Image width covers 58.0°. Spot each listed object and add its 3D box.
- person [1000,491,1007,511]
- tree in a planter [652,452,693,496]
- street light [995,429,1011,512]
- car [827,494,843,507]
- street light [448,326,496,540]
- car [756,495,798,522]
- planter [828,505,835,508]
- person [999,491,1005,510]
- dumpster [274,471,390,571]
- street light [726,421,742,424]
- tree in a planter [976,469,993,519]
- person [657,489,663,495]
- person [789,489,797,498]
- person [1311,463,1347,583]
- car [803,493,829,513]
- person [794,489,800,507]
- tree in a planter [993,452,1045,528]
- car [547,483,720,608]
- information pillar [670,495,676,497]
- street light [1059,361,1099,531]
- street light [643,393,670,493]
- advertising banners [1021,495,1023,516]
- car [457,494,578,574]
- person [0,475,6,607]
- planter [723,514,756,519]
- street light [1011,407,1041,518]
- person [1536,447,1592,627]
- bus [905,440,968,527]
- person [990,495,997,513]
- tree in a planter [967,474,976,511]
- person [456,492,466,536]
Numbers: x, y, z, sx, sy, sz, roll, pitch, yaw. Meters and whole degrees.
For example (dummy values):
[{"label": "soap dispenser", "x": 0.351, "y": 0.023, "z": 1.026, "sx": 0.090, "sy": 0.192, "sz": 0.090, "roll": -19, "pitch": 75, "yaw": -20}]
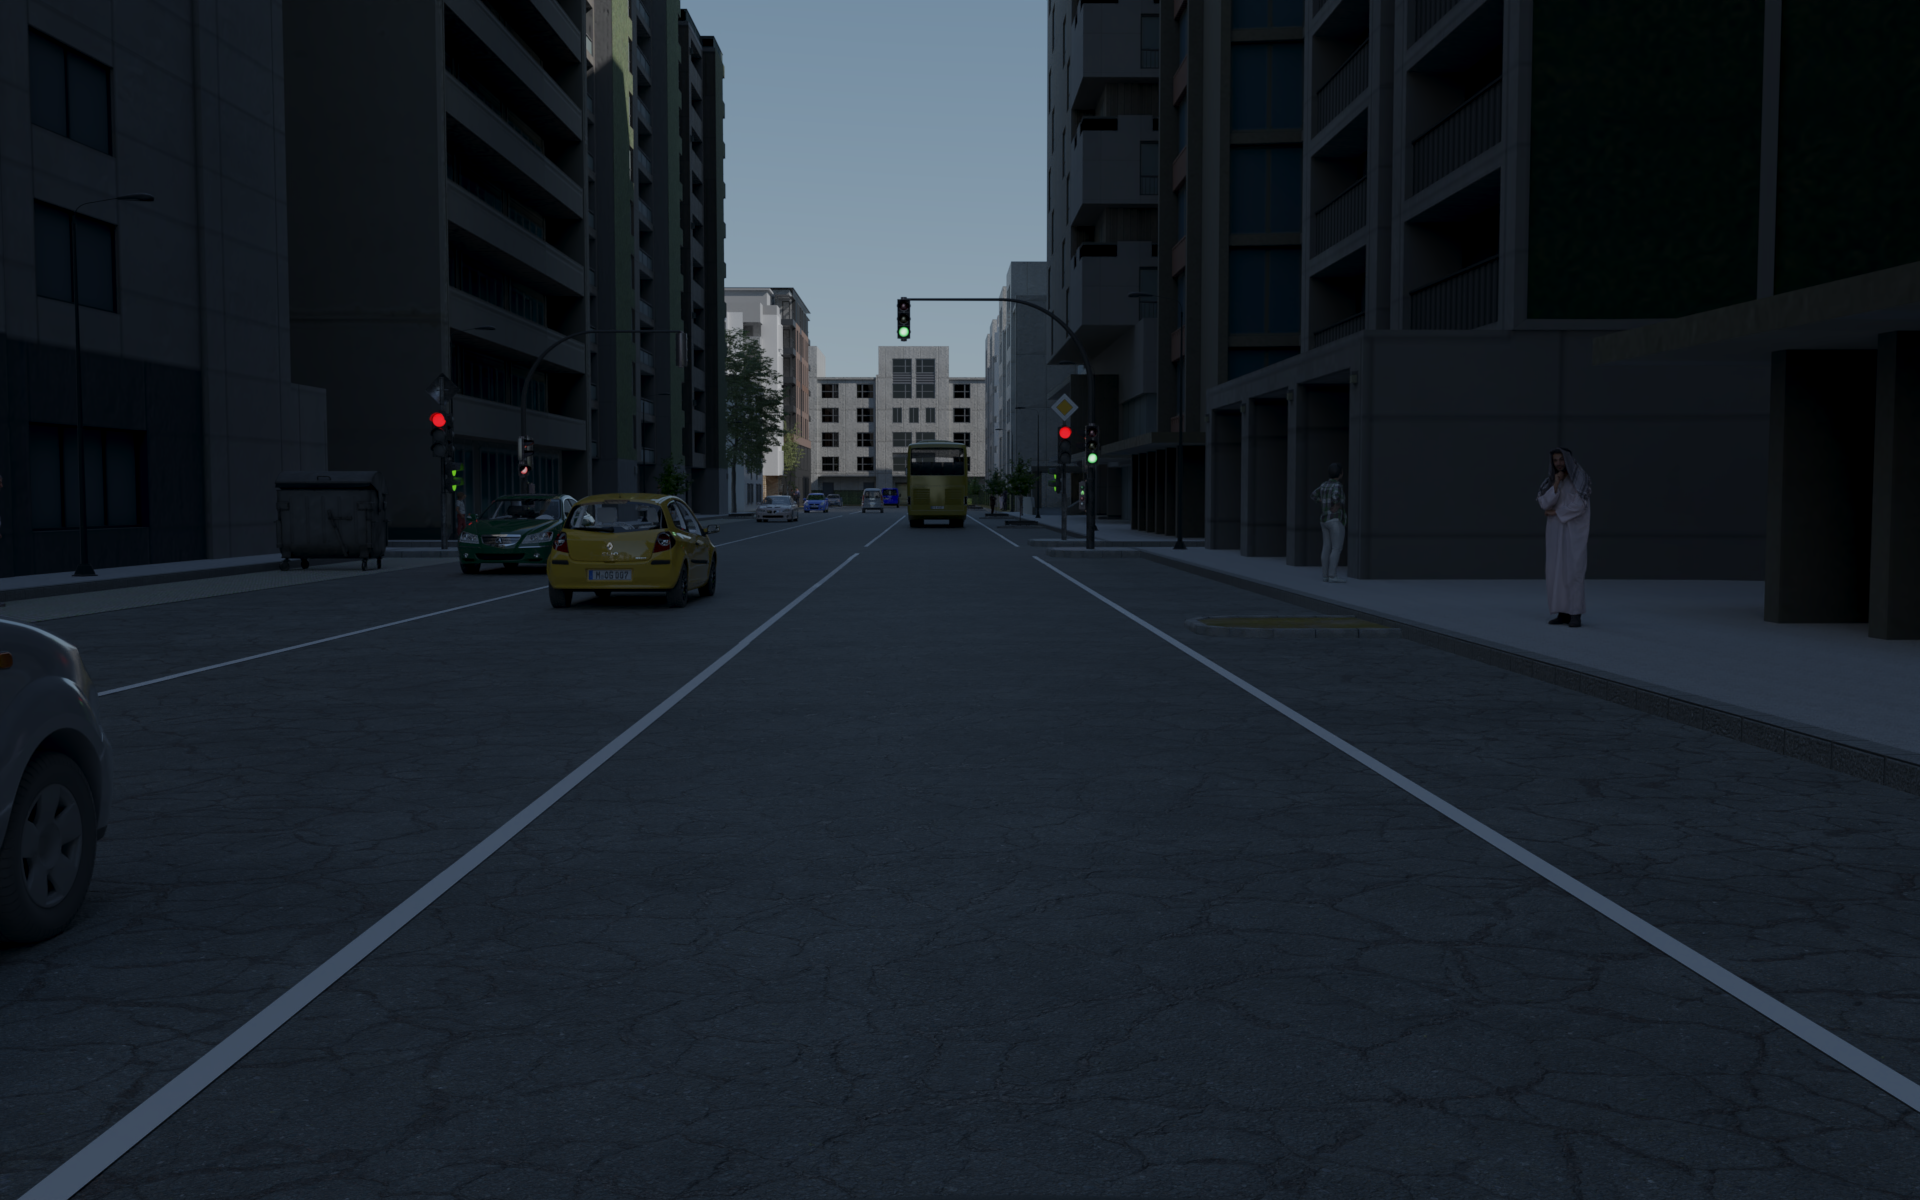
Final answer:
[{"label": "person", "x": 3.327, "y": -7.681, "z": 132.071, "sx": 0.568, "sy": 1.767, "sz": 0.683, "roll": 1, "pitch": 4, "yaw": 14}, {"label": "tree in a planter", "x": -12.177, "y": -4.629, "z": 72.908, "sx": 1.991, "sy": 3.239, "sz": 1.994, "roll": 0, "pitch": 4, "yaw": -1}, {"label": "street light", "x": 3.179, "y": -9.204, "z": 123.027, "sx": 1.470, "sy": 5.913, "sz": 1.316, "roll": 0, "pitch": 4, "yaw": -1}, {"label": "car", "x": -14.351, "y": -11.316, "z": 197.010, "sx": 2.014, "sy": 1.417, "sz": 4.499, "roll": 0, "pitch": 4, "yaw": 1}, {"label": "street light", "x": -13.515, "y": -4.612, "z": 47.943, "sx": 1.470, "sy": 5.913, "sz": 1.316, "roll": 0, "pitch": 4, "yaw": -1}, {"label": "car", "x": -9.434, "y": -4.726, "z": 89.639, "sx": 2.083, "sy": 1.381, "sz": 4.827, "roll": 0, "pitch": 4, "yaw": 0}, {"label": "planter", "x": -13.837, "y": -9.588, "z": 177.895, "sx": 1.991, "sy": 0.319, "sz": 1.994, "roll": 0, "pitch": 4, "yaw": -1}, {"label": "person", "x": 3.395, "y": -8.175, "z": 140.372, "sx": 0.551, "sy": 1.740, "sz": 0.621, "roll": -1, "pitch": 4, "yaw": -10}, {"label": "dumpster", "x": -11.747, "y": -1.481, "z": 32.428, "sx": 1.865, "sy": 1.857, "sz": 1.264, "roll": 0, "pitch": 4, "yaw": -3}, {"label": "street light", "x": -14.563, "y": -8.432, "z": 110.401, "sx": 1.470, "sy": 5.913, "sz": 1.316, "roll": 0, "pitch": 4, "yaw": -1}, {"label": "tree in a planter", "x": 2.098, "y": -6.314, "z": 100.461, "sx": 1.991, "sy": 3.239, "sz": 1.994, "roll": 0, "pitch": 4, "yaw": -1}, {"label": "person", "x": -14.780, "y": -4.796, "z": 85.014, "sx": 0.434, "sy": 1.755, "sz": 0.990, "roll": 1, "pitch": 4, "yaw": 12}, {"label": "person", "x": -15.837, "y": -9.666, "z": 164.611, "sx": 0.750, "sy": 1.759, "sz": 0.617, "roll": -1, "pitch": 4, "yaw": -18}, {"label": "person", "x": 5.417, "y": -1.130, "z": 25.239, "sx": 0.376, "sy": 1.734, "sz": 0.841, "roll": 0, "pitch": 4, "yaw": -8}, {"label": "car", "x": -11.073, "y": -7.569, "z": 133.344, "sx": 1.945, "sy": 1.707, "sz": 3.694, "roll": 0, "pitch": 4, "yaw": 0}, {"label": "person", "x": -16.094, "y": -10.064, "z": 170.459, "sx": 0.709, "sy": 1.838, "sz": 0.599, "roll": 3, "pitch": 4, "yaw": 38}, {"label": "tree in a planter", "x": 2.548, "y": -4.634, "z": 72.988, "sx": 1.991, "sy": 3.239, "sz": 1.994, "roll": 0, "pitch": 4, "yaw": -1}, {"label": "car", "x": -4.309, "y": -0.796, "z": 23.232, "sx": 2.015, "sy": 1.641, "sz": 3.980, "roll": 0, "pitch": 3, "yaw": 0}, {"label": "information pillar", "x": -14.179, "y": -4.952, "z": 85.460, "sx": 0.304, "sy": 2.012, "sz": 0.304, "roll": 0, "pitch": 4, "yaw": -7}, {"label": "street light", "x": 4.152, "y": -5.385, "z": 60.579, "sx": 1.470, "sy": 5.913, "sz": 1.316, "roll": 0, "pitch": 4, "yaw": -1}, {"label": "street light", "x": -13.970, "y": -6.544, "z": 79.528, "sx": 1.470, "sy": 5.913, "sz": 1.316, "roll": 0, "pitch": 4, "yaw": -1}, {"label": "advertising banners", "x": 3.631, "y": -6.516, "z": 102.727, "sx": 0.090, "sy": 3.025, "sz": 2.074, "roll": 0, "pitch": 4, "yaw": -2}, {"label": "car", "x": -8.071, "y": -1.279, "z": 32.717, "sx": 2.131, "sy": 1.459, "sz": 4.920, "roll": 0, "pitch": 3, "yaw": 0}, {"label": "person", "x": -12.307, "y": -0.770, "z": 22.033, "sx": 0.436, "sy": 1.711, "sz": 0.756, "roll": 0, "pitch": 4, "yaw": -8}, {"label": "planter", "x": -12.603, "y": -4.830, "z": 100.108, "sx": 1.991, "sy": 0.319, "sz": 1.994, "roll": 0, "pitch": 4, "yaw": -1}, {"label": "street light", "x": 3.622, "y": -7.316, "z": 92.152, "sx": 1.470, "sy": 5.913, "sz": 1.316, "roll": 0, "pitch": 4, "yaw": -1}, {"label": "person", "x": 5.897, "y": -0.625, "z": 16.927, "sx": 0.551, "sy": 1.740, "sz": 0.621, "roll": 2, "pitch": 4, "yaw": 31}, {"label": "bus", "x": -1.076, "y": -5.288, "z": 78.008, "sx": 2.896, "sy": 3.916, "sz": 12.252, "roll": 0, "pitch": 4, "yaw": -1}, {"label": "person", "x": 2.126, "y": -6.143, "z": 111.201, "sx": 0.388, "sy": 1.546, "sz": 0.482, "roll": 3, "pitch": 5, "yaw": 44}, {"label": "tree in a planter", "x": 1.298, "y": -9.405, "z": 150.994, "sx": 1.991, "sy": 3.239, "sz": 1.994, "roll": 0, "pitch": 4, "yaw": -1}, {"label": "person", "x": -14.130, "y": -2.401, "z": 49.209, "sx": 0.340, "sy": 1.345, "sz": 0.435, "roll": -1, "pitch": 4, "yaw": -11}]
